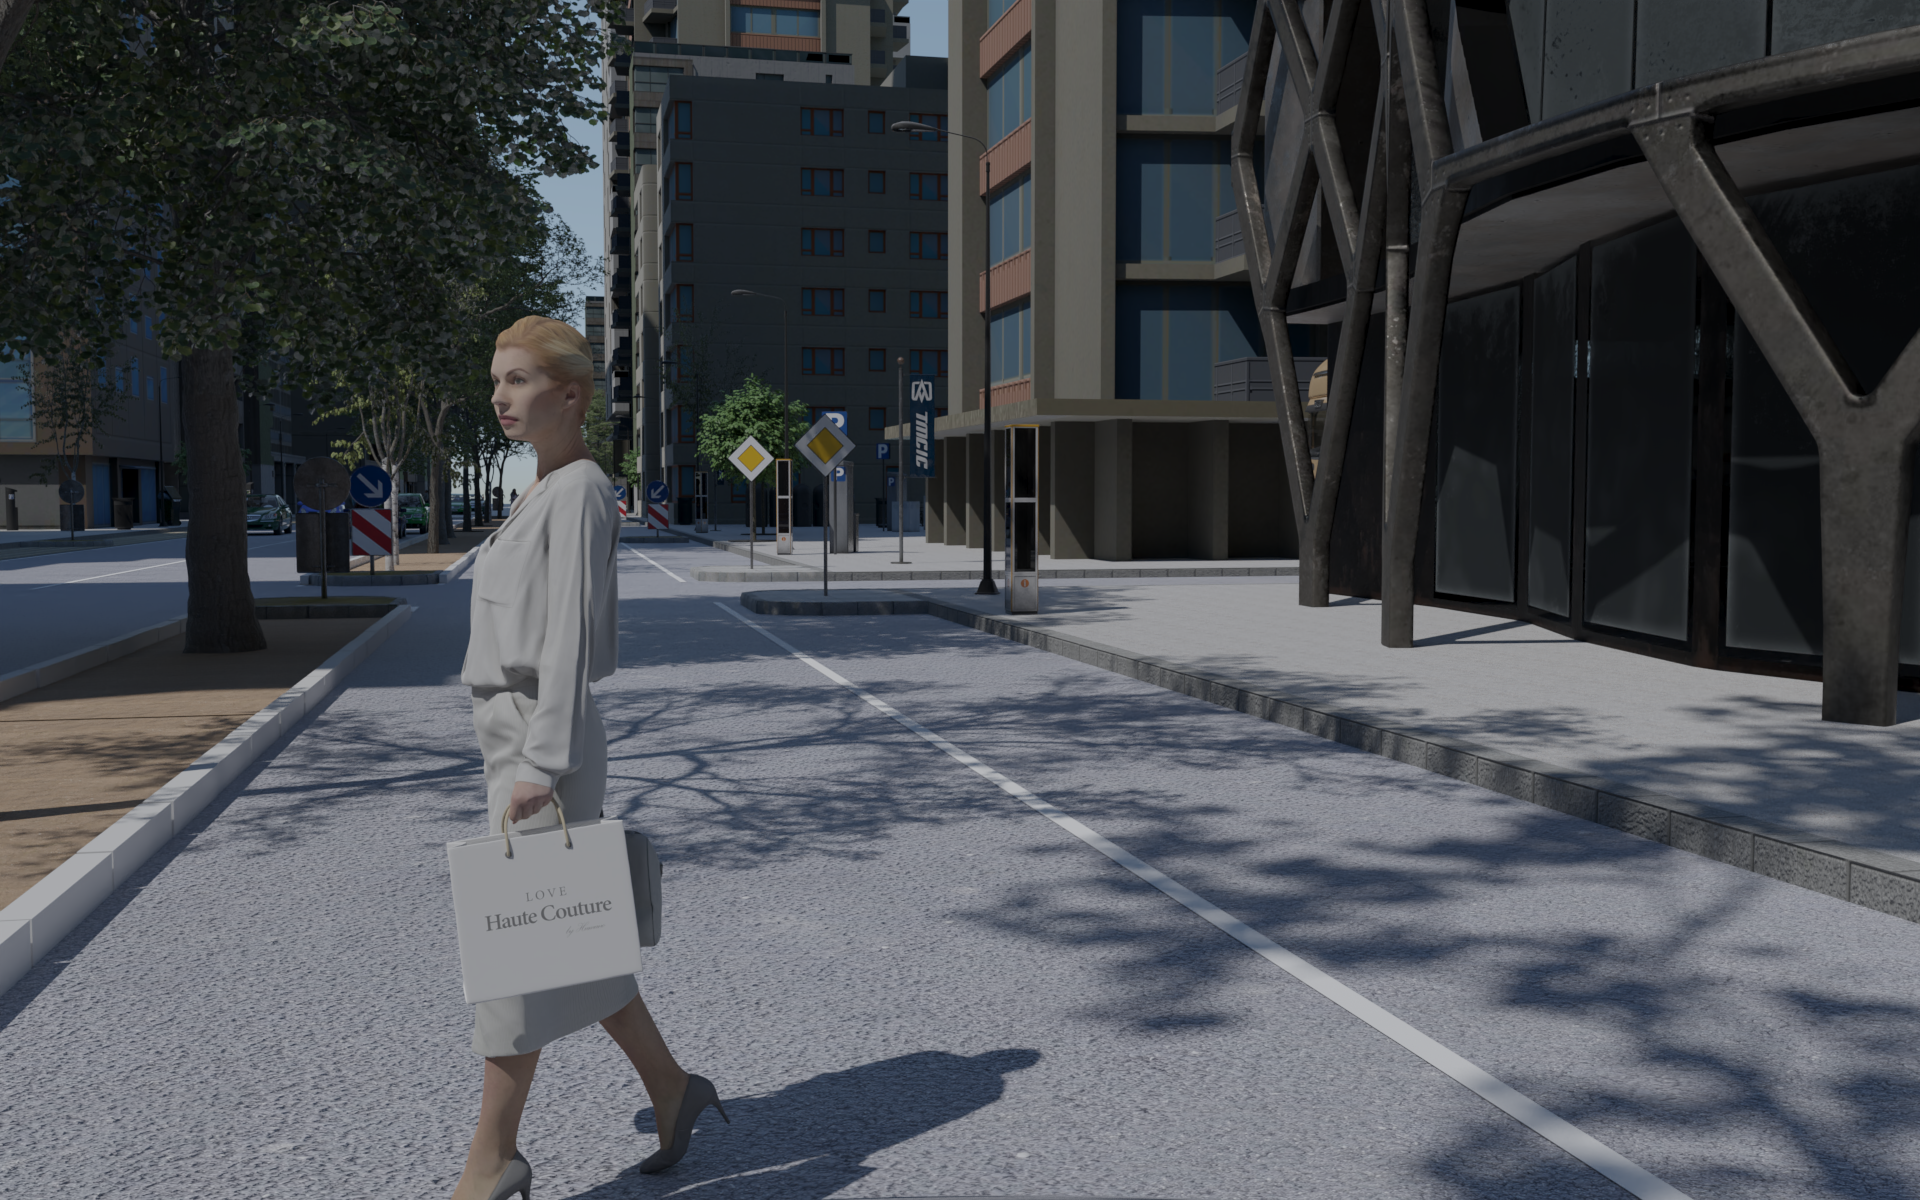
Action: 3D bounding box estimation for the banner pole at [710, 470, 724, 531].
[{"bbox_3d":[-8.337,-4.265,59.749,0.401,3.779,0.863,-3,4,-37],"label":"banner pole"}]

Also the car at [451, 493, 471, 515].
[{"bbox_3d":[-30.338,-5.821,103.972,1.959,1.807,4.718,-1,4,-13],"label":"car"}]

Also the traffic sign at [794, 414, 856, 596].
[{"bbox_3d":[-1.695,-1.109,21.771,0.795,2.450,0.064,-1,4,-13],"label":"traffic sign"}]

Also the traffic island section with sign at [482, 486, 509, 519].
[{"bbox_3d":[-26.959,-5.676,100.935,2.006,1.907,1.989,-1,4,-13],"label":"traffic island section with sign"}]

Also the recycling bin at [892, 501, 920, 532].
[{"bbox_3d":[-1.841,-2.833,58.867,0.722,1.027,0.722,2,4,29],"label":"recycling bin"}]

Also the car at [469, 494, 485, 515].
[{"bbox_3d":[-34.450,-6.765,122.402,2.131,1.459,4.920,-1,4,-15],"label":"car"}]

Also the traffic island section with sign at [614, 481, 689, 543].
[{"bbox_3d":[-9.136,-2.620,51.458,1.989,1.847,2.006,-1,4,-13],"label":"traffic island section with sign"}]

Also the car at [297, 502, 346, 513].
[{"bbox_3d":[-27.481,-3.978,74.637,1.945,1.707,3.694,-1,4,-15],"label":"car"}]

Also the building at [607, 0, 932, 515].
[{"bbox_3d":[-16.359,-29.540,137.610,22.147,44.769,28.867,-1,4,-13],"label":"building"}]

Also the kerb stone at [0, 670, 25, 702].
[{"bbox_3d":[-6.711,0.614,12.195,0.120,0.150,1.000,-1,4,-13],"label":"kerb stone"}]

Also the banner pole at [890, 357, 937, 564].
[{"bbox_3d":[-0.855,-2.559,31.853,0.863,3.779,0.401,0,4,-8],"label":"banner pole"}]

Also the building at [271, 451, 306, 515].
[{"bbox_3d":[-51.810,-40.777,104.954,20.563,71.187,20.611,-1,4,-13],"label":"building"}]

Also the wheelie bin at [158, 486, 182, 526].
[{"bbox_3d":[-31.770,-3.772,69.586,0.693,1.594,0.980,0,4,8],"label":"wheelie bin"}]

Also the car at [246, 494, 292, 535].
[{"bbox_3d":[-24.840,-3.033,61.390,2.131,1.459,4.920,-1,4,-14],"label":"car"}]

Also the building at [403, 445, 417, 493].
[{"bbox_3d":[-70.284,-33.530,198.330,14.600,45.320,14.200,-1,4,-13],"label":"building"}]

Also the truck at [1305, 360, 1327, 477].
[{"bbox_3d":[10.691,-2.444,28.879,11.283,4.237,2.839,-1,4,-13],"label":"truck"}]

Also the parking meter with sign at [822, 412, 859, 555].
[{"bbox_3d":[-2.543,-2.521,37.475,0.543,3.016,1.738,0,4,7],"label":"parking meter with sign"}]

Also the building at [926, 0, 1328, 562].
[{"bbox_3d":[12.925,-23.797,43.707,28.867,44.769,22.147,-1,4,-13],"label":"building"}]

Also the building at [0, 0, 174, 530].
[{"bbox_3d":[-39.675,-25.473,66.598,14.600,45.320,14.200,-1,4,-13],"label":"building"}]

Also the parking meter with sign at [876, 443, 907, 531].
[{"bbox_3d":[-2.162,-3.903,60.081,0.543,3.016,1.738,2,4,34],"label":"parking meter with sign"}]

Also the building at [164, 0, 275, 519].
[{"bbox_3d":[-44.098,-19.413,89.109,14.160,30.474,14.107,-1,4,-13],"label":"building"}]

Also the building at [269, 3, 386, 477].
[{"bbox_3d":[-61.967,-32.166,149.617,21.300,48.544,21.600,-1,4,-13],"label":"building"}]

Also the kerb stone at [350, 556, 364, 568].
[{"bbox_3d":[-12.097,-0.759,34.653,0.120,0.150,1.000,-1,4,-13],"label":"kerb stone"}]

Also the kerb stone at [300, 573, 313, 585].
[{"bbox_3d":[-10.421,-0.336,27.691,0.120,0.150,1.000,-1,4,-13],"label":"kerb stone"}]

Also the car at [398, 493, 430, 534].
[{"bbox_3d":[-20.281,-3.318,63.049,1.959,1.807,4.718,-1,4,-15],"label":"car"}]

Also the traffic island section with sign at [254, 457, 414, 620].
[{"bbox_3d":[-7.683,-0.766,20.663,2.006,1.907,1.989,-1,4,-13],"label":"traffic island section with sign"}]

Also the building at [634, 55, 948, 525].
[{"bbox_3d":[-1.866,-14.915,88.901,27.650,21.520,28.899,-1,4,-13],"label":"building"}]

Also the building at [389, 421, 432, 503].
[{"bbox_3d":[-80.825,-34.025,239.907,14.154,41.232,14.086,-1,4,-13],"label":"building"}]

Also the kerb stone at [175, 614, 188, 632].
[{"bbox_3d":[-8.139,0.246,18.178,0.120,0.150,1.000,-1,4,-13],"label":"kerb stone"}]

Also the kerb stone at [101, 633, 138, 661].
[{"bbox_3d":[-7.409,0.429,15.186,0.120,0.150,1.000,-1,4,-13],"label":"kerb stone"}]

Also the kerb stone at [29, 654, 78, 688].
[{"bbox_3d":[-6.933,0.551,13.192,0.120,0.150,1.000,-1,4,-13],"label":"kerb stone"}]

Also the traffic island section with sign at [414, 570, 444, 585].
[{"bbox_3d":[-9.403,-1.207,27.868,2.006,1.907,1.989,-1,4,-13],"label":"traffic island section with sign"}]

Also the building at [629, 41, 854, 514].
[{"bbox_3d":[-14.920,-21.045,115.780,14.160,30.474,14.107,-1,4,-13],"label":"building"}]

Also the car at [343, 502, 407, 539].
[{"bbox_3d":[-19.049,-2.687,56.514,1.945,1.354,3.894,-1,4,-15],"label":"car"}]

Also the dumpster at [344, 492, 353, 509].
[{"bbox_3d":[-40.174,-6.460,113.830,1.865,1.857,1.264,-1,4,-13],"label":"dumpster"}]

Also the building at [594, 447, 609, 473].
[{"bbox_3d":[-37.741,-56.143,230.609,22.319,86.520,31.000,-1,4,-13],"label":"building"}]

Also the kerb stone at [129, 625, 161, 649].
[{"bbox_3d":[-7.665,0.368,16.180,0.120,0.150,1.000,-1,4,-13],"label":"kerb stone"}]

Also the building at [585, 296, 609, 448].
[{"bbox_3d":[-47.537,-29.445,253.126,14.160,30.474,14.107,-1,4,-13],"label":"building"}]

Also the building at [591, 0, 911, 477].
[{"bbox_3d":[-20.002,-35.261,165.762,28.713,52.752,27.495,-1,4,-13],"label":"building"}]

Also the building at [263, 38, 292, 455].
[{"bbox_3d":[-62.904,-26.560,126.136,32.217,40.220,23.993,-1,4,-13],"label":"building"}]

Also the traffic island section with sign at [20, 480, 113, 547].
[{"bbox_3d":[-24.360,-2.369,47.353,1.989,1.847,2.006,-1,4,-13],"label":"traffic island section with sign"}]

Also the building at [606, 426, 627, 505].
[{"bbox_3d":[-33.491,-46.933,205.607,20.563,71.187,20.611,-1,4,-13],"label":"building"}]

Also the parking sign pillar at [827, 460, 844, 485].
[{"bbox_3d":[-5.087,-5.028,70.673,1.447,3.967,1.447,1,4,8],"label":"parking sign pillar"}]

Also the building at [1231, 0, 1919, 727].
[{"bbox_3d":[11.670,-9.017,14.874,16.820,18.784,16.811,-1,4,-13],"label":"building"}]

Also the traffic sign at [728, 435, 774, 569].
[{"bbox_3d":[-3.560,-1.584,29.536,0.795,2.450,0.064,-1,4,-13],"label":"traffic sign"}]

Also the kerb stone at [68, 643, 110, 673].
[{"bbox_3d":[-7.178,0.492,14.191,0.120,0.150,1.000,-1,4,-13],"label":"kerb stone"}]

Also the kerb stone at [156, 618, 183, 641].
[{"bbox_3d":[-7.902,0.316,17.176,0.120,0.150,1.000,-1,4,-13],"label":"kerb stone"}]
